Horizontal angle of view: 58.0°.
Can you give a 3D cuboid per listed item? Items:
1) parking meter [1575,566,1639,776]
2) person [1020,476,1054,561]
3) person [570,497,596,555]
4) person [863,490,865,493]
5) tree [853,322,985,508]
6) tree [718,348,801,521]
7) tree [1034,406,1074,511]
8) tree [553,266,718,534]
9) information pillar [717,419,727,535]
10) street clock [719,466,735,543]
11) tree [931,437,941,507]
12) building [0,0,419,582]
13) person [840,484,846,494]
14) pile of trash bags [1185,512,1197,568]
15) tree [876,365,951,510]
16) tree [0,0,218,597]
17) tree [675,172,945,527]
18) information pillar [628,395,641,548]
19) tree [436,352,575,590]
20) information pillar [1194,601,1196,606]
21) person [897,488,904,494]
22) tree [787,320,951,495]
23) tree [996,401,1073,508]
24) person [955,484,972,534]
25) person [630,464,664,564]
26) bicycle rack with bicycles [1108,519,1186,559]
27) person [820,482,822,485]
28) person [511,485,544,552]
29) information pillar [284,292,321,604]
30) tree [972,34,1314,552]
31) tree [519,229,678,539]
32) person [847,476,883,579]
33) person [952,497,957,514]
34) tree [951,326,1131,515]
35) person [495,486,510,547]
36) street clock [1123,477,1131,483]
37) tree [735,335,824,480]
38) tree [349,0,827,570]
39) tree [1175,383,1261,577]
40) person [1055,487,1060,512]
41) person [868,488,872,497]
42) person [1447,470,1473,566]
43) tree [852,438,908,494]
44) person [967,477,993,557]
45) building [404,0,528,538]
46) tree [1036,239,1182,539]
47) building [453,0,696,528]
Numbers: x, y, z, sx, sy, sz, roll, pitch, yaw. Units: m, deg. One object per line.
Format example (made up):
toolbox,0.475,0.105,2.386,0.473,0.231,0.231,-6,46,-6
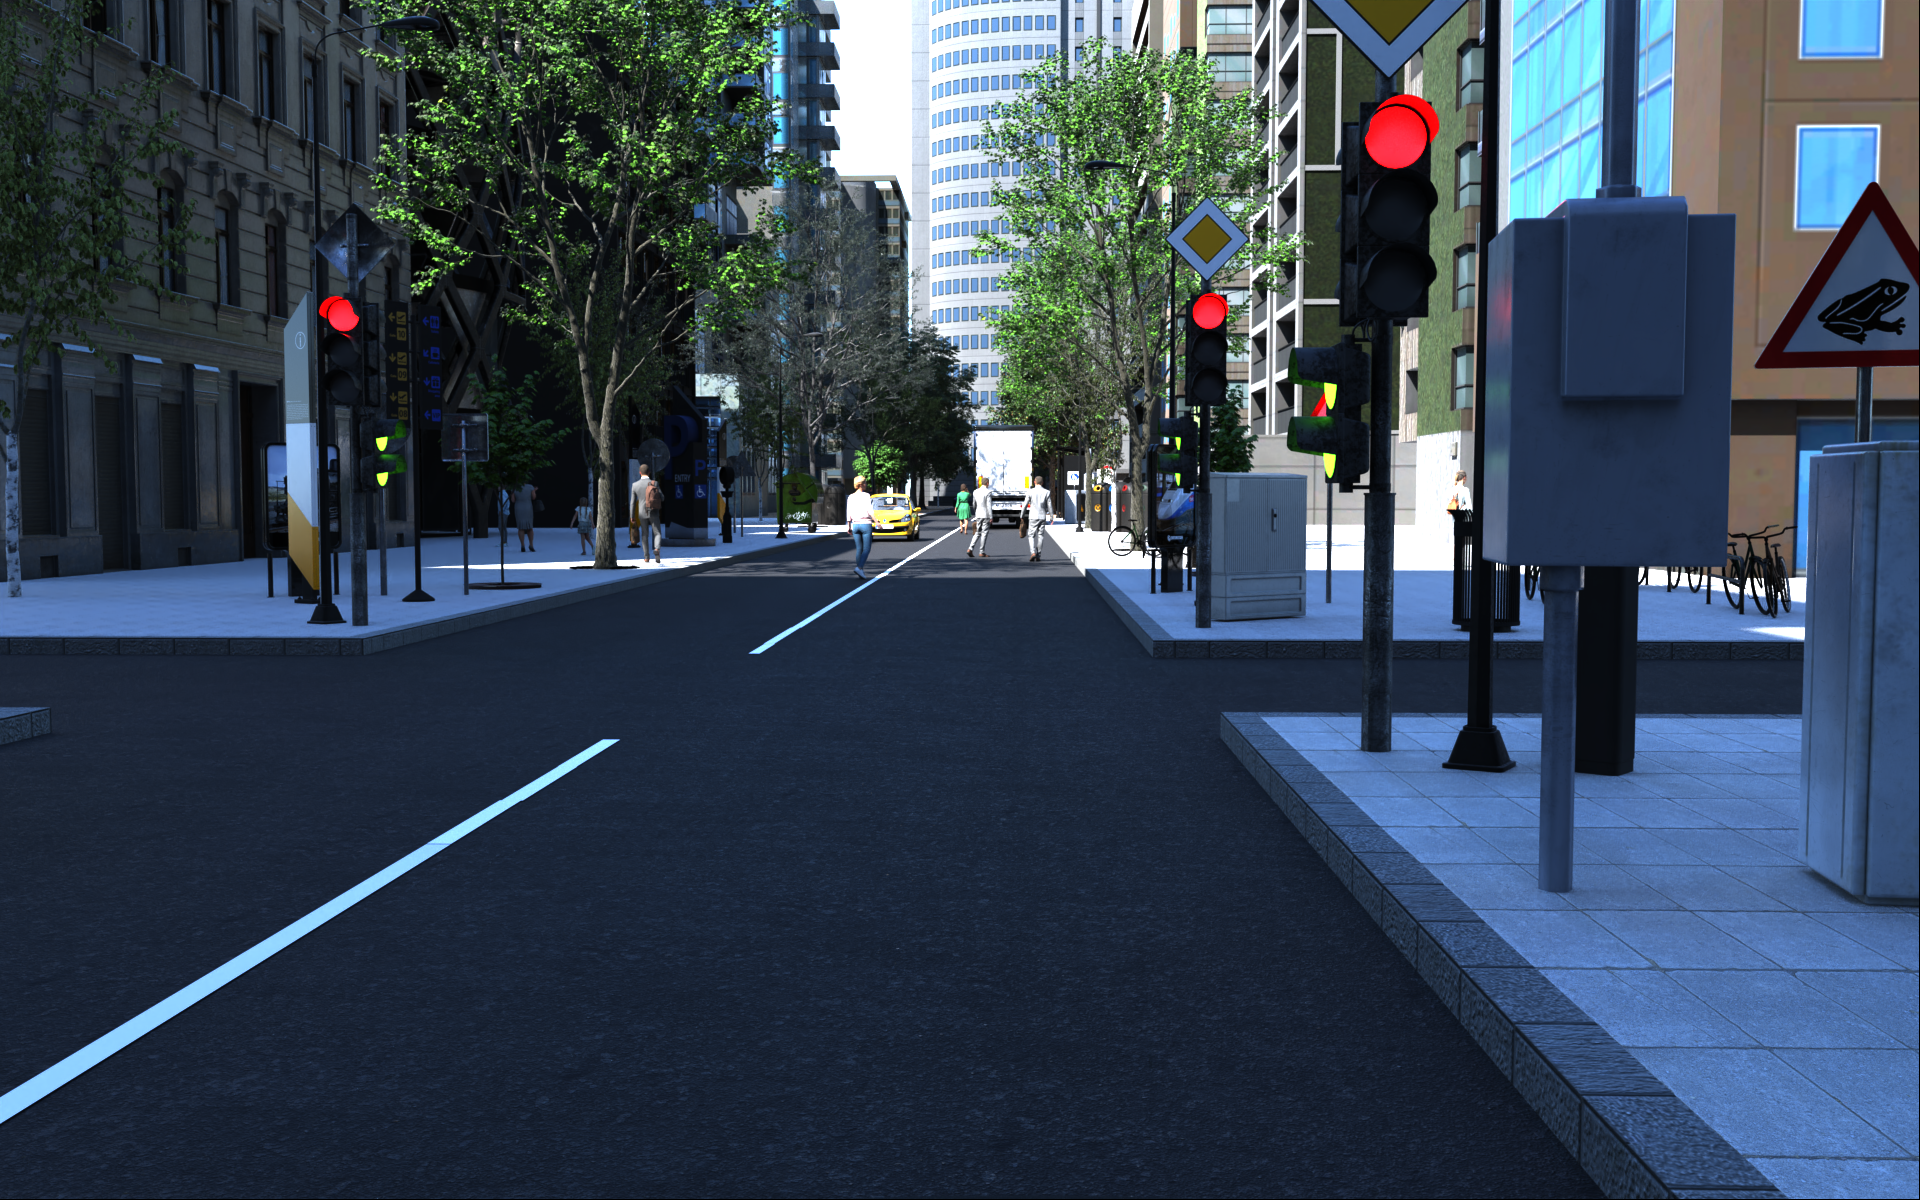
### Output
parking meter,2.912,-0.141,8.022,0.399,1.863,0.255,3,5,41
person,1.639,-1.738,37.037,0.709,1.813,0.853,0,4,-8
person,-7.914,-1.547,36.347,0.505,1.210,0.382,-2,4,-26
person,-9.058,-9.716,164.767,0.599,1.838,0.709,1,4,17
tree,-3.323,-13.484,127.120,9.857,13.997,8.962,0,3,0
tree,-9.487,-8.066,82.238,4.360,8.622,3.978,0,3,0
tree,7.309,-12.126,132.667,7.601,10.594,8.767,0,4,4
tree,-10.634,-6.412,55.191,4.360,8.622,3.978,0,3,0
information pillar,-7.361,-3.808,53.617,0.183,3.616,0.504,1,4,21
street clock,-6.108,-2.499,45.427,0.358,2.002,0.471,-2,4,-34
tree,-1.923,-13.389,169.267,4.737,8.622,4.395,0,3,0
building,-18.333,-11.274,33.480,9.793,20.994,18.267,0,4,2
person,-5.849,-4.748,83.940,0.793,1.790,0.793,0,4,-1
pile of trash bags,5.083,-1.326,31.438,1.912,1.369,3.447,1,4,13
tree,-3.051,-13.829,143.108,9.611,12.733,9.660,0,3,0
tree,-11.759,-4.356,21.589,4.737,8.622,4.395,0,3,0
tree,-5.675,-9.557,66.634,12.009,13.543,11.850,0,3,0
information pillar,-7.767,-3.058,41.345,0.183,3.616,0.504,1,4,13
tree,-6.347,-1.782,23.737,1.663,3.219,1.824,0,3,0
information pillar,2.791,-1.739,19.788,0.183,3.616,0.504,0,4,6
person,-5.362,-9.103,154.738,0.599,1.838,0.709,-2,4,-32
tree,-4.502,-9.495,89.654,8.767,10.594,7.601,-2,4,-26
tree,7.882,-15.565,161.146,9.857,13.997,8.962,0,3,0
person,0.127,-3.248,61.853,0.600,1.795,0.529,0,4,-8
person,-5.800,-1.598,32.132,0.622,1.834,0.822,-1,4,-11
bicycle rack with bicycles,4.473,-1.340,35.295,2.925,0.926,2.852,0,4,8
person,-6.422,-4.565,80.541,0.748,1.841,0.638,-2,4,-25
person,-9.589,-1.961,38.463,0.716,1.782,0.532,-1,4,-10
information pillar,-7.706,-1.770,20.290,0.504,3.616,0.183,2,4,35
tree,4.027,-6.910,38.731,9.928,11.665,9.643,0,3,0
tree,-10.319,-6.052,49.314,4.737,8.622,4.395,0,3,0
person,-1.638,-1.227,29.226,0.731,1.740,0.598,1,4,19
person,-0.187,-6.823,123.295,0.697,1.427,0.421,1,4,15
tree,5.788,-11.621,107.012,9.611,12.733,9.660,0,3,0
person,-11.193,-2.113,42.400,0.330,1.601,0.589,0,4,4
street clock,7.188,-4.247,74.014,0.471,2.002,0.358,0,4,-1
tree,-8.038,-7.769,77.392,4.737,8.622,4.395,0,3,0
tree,-6.115,-6.327,29.200,9.928,11.665,9.643,0,3,0
tree,4.156,-1.996,27.229,1.663,3.219,1.824,0,3,0
person,6.939,-7.235,124.354,0.705,1.821,1.348,-2,4,-33
person,-6.514,-7.272,125.862,0.541,1.710,0.530,-3,4,-36
person,8.752,-1.422,30.304,0.522,1.701,0.512,-2,4,-32
tree,-4.641,-7.171,100.955,4.285,4.588,4.351,0,3,0
person,0.525,-1.881,39.382,0.709,1.813,0.853,3,5,40
building,-21.866,-11.237,51.176,16.820,18.784,16.811,0,4,2
tree,4.170,-6.056,49.380,4.360,8.622,3.978,0,3,0
building,-18.779,-14.888,73.099,12.332,23.373,15.834,0,4,2
